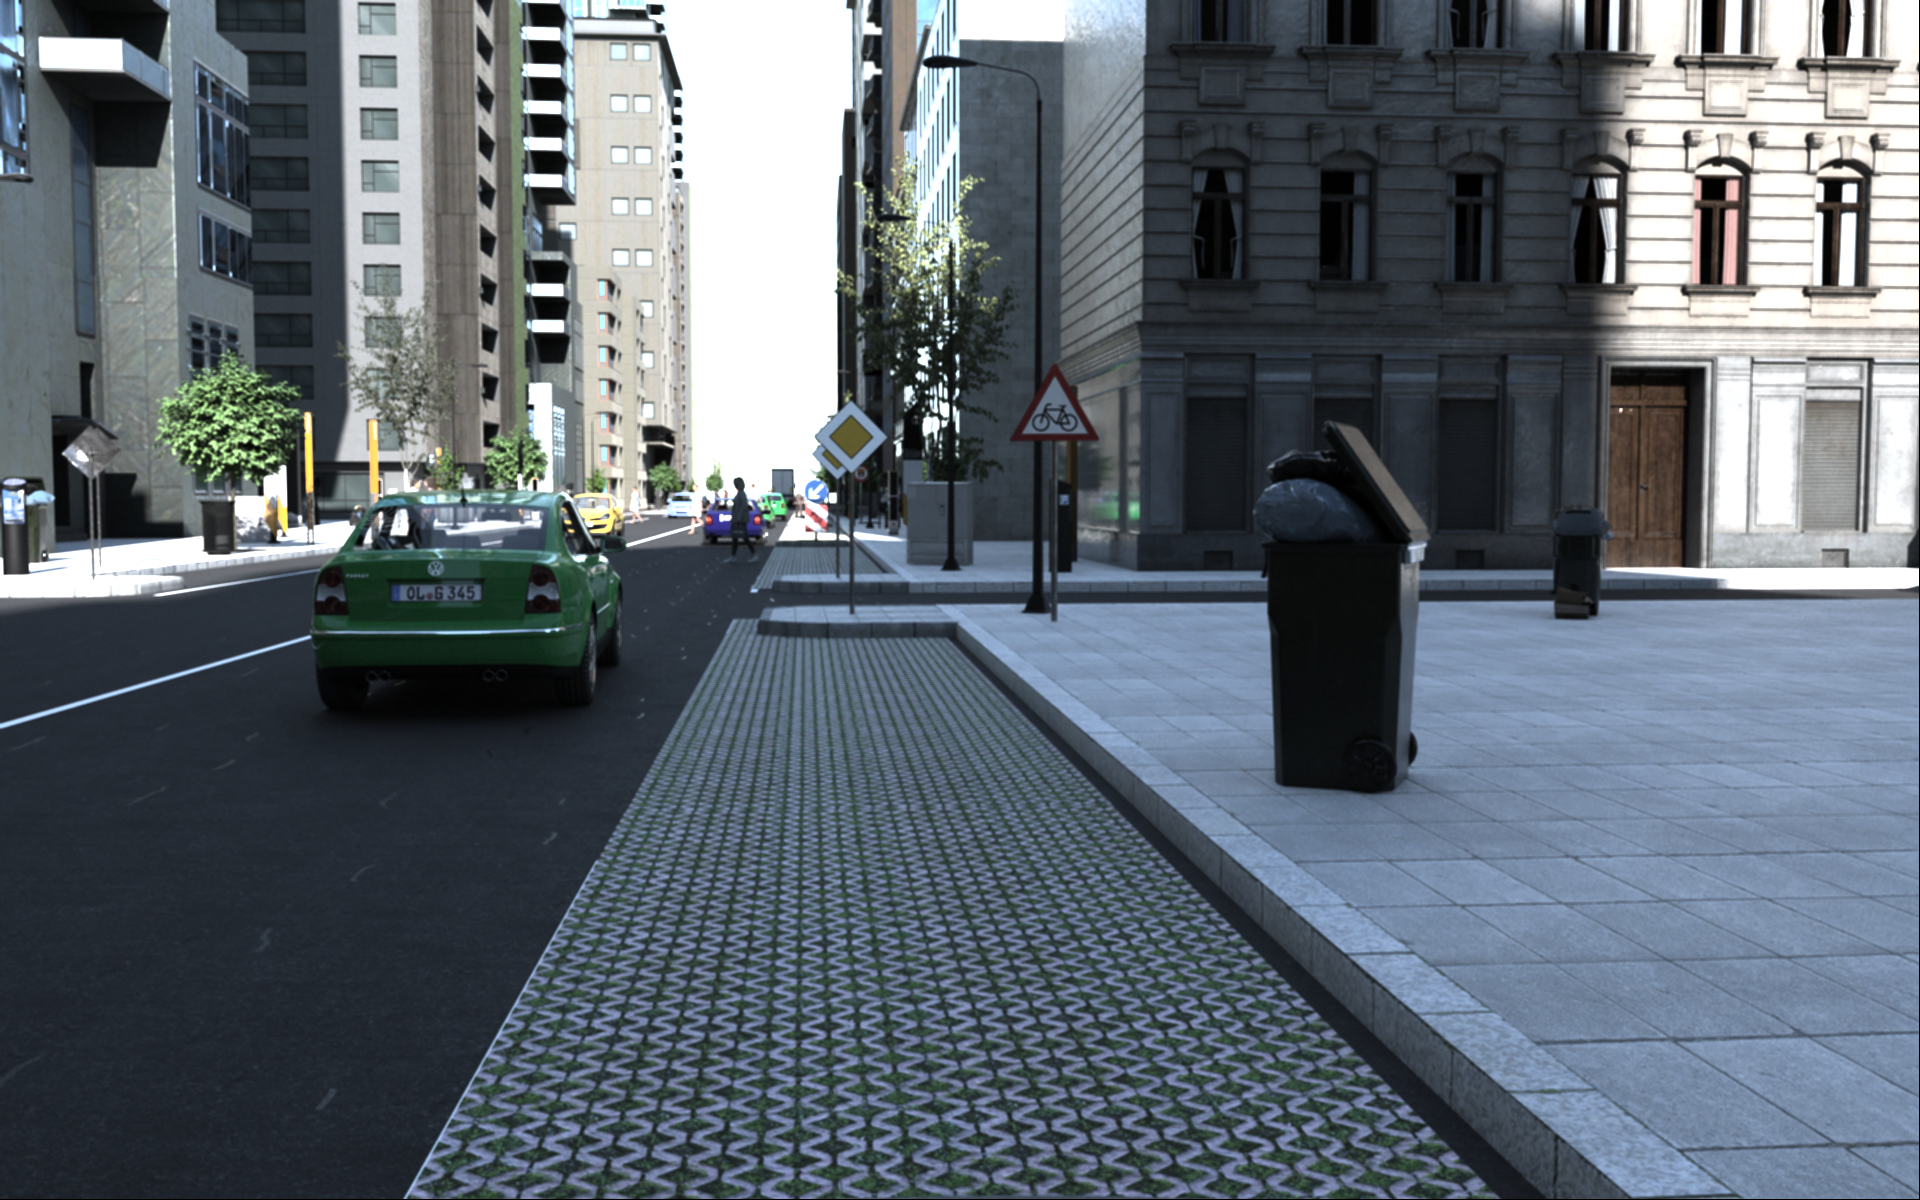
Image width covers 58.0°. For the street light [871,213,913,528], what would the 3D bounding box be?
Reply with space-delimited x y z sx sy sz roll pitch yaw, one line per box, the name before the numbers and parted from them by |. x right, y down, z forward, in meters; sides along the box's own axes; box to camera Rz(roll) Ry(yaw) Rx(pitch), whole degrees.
street light | -0.689 -3.447 28.892 1.470 5.913 1.316 0 4 -5

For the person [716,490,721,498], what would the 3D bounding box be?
person | -17.856 -7.243 127.837 0.530 1.710 0.541 -1 4 -19

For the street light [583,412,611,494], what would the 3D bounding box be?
street light | -20.743 -7.673 97.994 1.470 5.913 1.316 0 4 -5

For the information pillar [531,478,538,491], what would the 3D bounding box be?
information pillar | -19.643 -4.622 80.057 0.304 2.012 0.304 -1 4 -16

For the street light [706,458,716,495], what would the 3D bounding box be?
street light | -31.792 -15.197 221.012 1.470 5.913 1.316 0 4 -5

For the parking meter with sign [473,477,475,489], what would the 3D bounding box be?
parking meter with sign | -22.513 -5.058 78.951 1.738 3.016 0.543 0 4 -2

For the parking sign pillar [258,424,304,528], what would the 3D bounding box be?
parking sign pillar | -25.759 -4.733 65.851 1.447 3.967 1.447 -1 4 -18

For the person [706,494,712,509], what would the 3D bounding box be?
person | -20.804 -8.077 143.740 0.799 1.438 0.628 2 4 32

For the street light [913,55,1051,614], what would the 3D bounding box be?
street light | 0.305 -2.814 18.550 1.470 5.913 1.316 0 4 -5

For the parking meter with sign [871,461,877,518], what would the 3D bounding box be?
parking meter with sign | -4.642 -5.876 92.335 0.543 3.016 1.738 0 3 0

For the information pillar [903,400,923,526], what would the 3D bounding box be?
information pillar | -1.126 -3.105 42.124 0.504 3.616 0.183 0 4 5

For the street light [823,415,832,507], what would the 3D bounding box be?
street light | -7.385 -8.052 104.198 1.470 5.913 1.316 0 4 -5

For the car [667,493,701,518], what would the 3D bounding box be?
car | -16.455 -5.742 103.474 1.945 1.707 3.694 0 4 -3

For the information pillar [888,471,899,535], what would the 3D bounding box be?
information pillar | -2.097 -3.053 54.411 0.304 2.012 0.304 -1 4 -10

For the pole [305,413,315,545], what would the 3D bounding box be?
pole | -16.302 -3.032 43.414 0.158 3.312 0.155 0 3 0

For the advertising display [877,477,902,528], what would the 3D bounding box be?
advertising display | -2.638 -3.645 64.817 0.974 1.923 0.123 -2 4 -31

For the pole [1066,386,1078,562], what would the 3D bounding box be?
pole | 2.119 -2.384 32.820 0.158 3.312 0.155 0 3 0

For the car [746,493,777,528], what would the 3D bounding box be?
car | -8.771 -3.952 73.415 1.959 1.807 4.718 0 4 -4

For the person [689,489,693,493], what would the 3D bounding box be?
person | -16.941 -6.159 109.913 0.721 1.735 1.217 0 4 -4

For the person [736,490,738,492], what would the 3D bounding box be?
person | -12.111 -5.226 94.345 0.834 1.777 0.661 0 4 8

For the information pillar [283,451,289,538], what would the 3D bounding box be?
information pillar | -19.947 -3.644 50.935 0.183 3.616 0.504 -3 5 -40

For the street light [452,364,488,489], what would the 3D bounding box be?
street light | -17.506 -5.457 61.760 1.470 5.913 1.316 0 4 -5

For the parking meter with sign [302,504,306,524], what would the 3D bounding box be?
parking meter with sign | -29.084 -4.822 75.107 1.738 3.016 0.543 2 4 31

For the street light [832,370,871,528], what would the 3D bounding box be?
street light | -3.940 -5.663 65.125 1.470 5.913 1.316 0 4 -5

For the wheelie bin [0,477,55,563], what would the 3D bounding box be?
wheelie bin | -17.328 -1.483 32.156 0.980 1.594 0.693 -1 4 -13

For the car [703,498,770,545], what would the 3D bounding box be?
car | -6.436 -2.275 49.779 1.945 1.354 3.894 0 4 -5

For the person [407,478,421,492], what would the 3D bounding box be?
person | -14.339 -2.260 45.301 0.795 1.843 0.661 1 4 15

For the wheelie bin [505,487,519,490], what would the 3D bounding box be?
wheelie bin | -20.450 -4.368 79.324 0.980 1.594 0.693 0 4 -3

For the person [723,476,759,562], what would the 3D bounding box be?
person | -4.574 -1.686 36.257 0.728 1.800 0.709 -1 4 -18

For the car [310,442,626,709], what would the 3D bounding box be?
car | -3.544 -0.258 13.018 1.959 1.807 4.718 0 4 -7

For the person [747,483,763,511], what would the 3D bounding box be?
person | -7.202 -3.147 60.074 0.709 1.813 0.853 -3 5 -41

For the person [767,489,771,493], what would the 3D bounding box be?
person | -11.964 -6.133 109.570 0.721 1.735 1.217 0 4 8

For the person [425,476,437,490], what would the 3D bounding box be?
person | -11.491 -1.771 37.465 0.388 1.821 0.555 -2 4 -30

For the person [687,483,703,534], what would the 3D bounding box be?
person | -9.452 -3.280 62.220 0.778 1.811 0.616 -2 4 -29

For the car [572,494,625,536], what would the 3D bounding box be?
car | -12.183 -2.889 57.462 2.015 1.641 3.980 0 4 -4

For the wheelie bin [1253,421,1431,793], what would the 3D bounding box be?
wheelie bin | 1.690 0.013 7.698 0.693 1.594 0.980 1 4 23

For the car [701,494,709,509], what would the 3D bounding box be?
car | -25.472 -9.763 169.408 2.009 1.686 4.222 0 4 -5

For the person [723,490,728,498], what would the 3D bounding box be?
person | -20.796 -8.864 153.372 0.705 1.831 1.348 1 4 13

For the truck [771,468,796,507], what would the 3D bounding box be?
truck | -19.746 -12.515 193.538 2.839 4.237 11.283 0 4 -5

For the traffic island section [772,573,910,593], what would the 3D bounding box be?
traffic island section | -1.846 -0.258 26.502 2.009 0.180 2.903 0 4 -5

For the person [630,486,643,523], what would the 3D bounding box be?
person | -15.718 -4.622 84.158 0.778 1.811 0.616 1 4 23

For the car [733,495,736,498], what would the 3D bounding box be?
car | -25.659 -11.537 201.210 1.945 1.354 3.894 0 4 -6

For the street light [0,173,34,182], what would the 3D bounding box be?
street light | -14.106 -3.219 25.170 1.470 5.913 1.316 0 4 -5

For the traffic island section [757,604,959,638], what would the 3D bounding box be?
traffic island section | -1.135 0.228 18.548 2.009 0.180 2.903 0 4 -5

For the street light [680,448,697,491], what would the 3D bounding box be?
street light | -27.595 -12.361 174.648 1.470 5.913 1.316 0 4 -5

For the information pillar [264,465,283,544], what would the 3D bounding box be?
information pillar | -17.887 -3.277 44.932 0.504 3.616 0.183 3 4 38

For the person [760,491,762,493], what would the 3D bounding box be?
person | -22.583 -11.468 196.710 1.217 1.736 0.721 0 4 1

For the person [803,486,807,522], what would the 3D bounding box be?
person | -7.856 -4.941 89.094 0.447 1.846 0.655 -3 4 -36

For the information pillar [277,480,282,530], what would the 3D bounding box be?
information pillar | -24.482 -3.531 62.226 0.304 2.012 0.304 -3 5 -40

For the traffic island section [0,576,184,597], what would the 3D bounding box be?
traffic island section | -12.795 -0.199 25.531 2.009 0.180 2.903 0 4 -5

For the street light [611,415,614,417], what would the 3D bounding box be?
street light | -20.958 -7.883 101.421 1.470 5.913 1.316 0 4 -5

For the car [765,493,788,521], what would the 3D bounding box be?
car | -10.221 -5.169 93.306 1.959 1.807 4.718 0 4 -6

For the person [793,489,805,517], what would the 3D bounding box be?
person | -10.183 -6.162 109.802 0.990 1.755 0.434 3 4 36

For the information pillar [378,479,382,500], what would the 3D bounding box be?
information pillar | -28.241 -4.874 84.175 0.304 2.012 0.304 -1 4 -22

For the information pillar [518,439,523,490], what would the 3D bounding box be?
information pillar | -18.566 -5.008 73.239 0.183 3.616 0.504 0 4 -1

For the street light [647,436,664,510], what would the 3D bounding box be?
street light | -24.332 -10.145 138.417 1.470 5.913 1.316 0 4 -5

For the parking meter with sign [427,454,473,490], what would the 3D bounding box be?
parking meter with sign | -22.377 -4.867 75.835 1.738 3.016 0.543 1 4 12

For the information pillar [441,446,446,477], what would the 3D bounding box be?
information pillar | -25.176 -5.719 84.868 0.504 3.616 0.183 2 4 24

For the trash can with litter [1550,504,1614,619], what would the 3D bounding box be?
trash can with litter | 6.502 -0.411 18.110 0.624 1.170 1.055 1 4 20
